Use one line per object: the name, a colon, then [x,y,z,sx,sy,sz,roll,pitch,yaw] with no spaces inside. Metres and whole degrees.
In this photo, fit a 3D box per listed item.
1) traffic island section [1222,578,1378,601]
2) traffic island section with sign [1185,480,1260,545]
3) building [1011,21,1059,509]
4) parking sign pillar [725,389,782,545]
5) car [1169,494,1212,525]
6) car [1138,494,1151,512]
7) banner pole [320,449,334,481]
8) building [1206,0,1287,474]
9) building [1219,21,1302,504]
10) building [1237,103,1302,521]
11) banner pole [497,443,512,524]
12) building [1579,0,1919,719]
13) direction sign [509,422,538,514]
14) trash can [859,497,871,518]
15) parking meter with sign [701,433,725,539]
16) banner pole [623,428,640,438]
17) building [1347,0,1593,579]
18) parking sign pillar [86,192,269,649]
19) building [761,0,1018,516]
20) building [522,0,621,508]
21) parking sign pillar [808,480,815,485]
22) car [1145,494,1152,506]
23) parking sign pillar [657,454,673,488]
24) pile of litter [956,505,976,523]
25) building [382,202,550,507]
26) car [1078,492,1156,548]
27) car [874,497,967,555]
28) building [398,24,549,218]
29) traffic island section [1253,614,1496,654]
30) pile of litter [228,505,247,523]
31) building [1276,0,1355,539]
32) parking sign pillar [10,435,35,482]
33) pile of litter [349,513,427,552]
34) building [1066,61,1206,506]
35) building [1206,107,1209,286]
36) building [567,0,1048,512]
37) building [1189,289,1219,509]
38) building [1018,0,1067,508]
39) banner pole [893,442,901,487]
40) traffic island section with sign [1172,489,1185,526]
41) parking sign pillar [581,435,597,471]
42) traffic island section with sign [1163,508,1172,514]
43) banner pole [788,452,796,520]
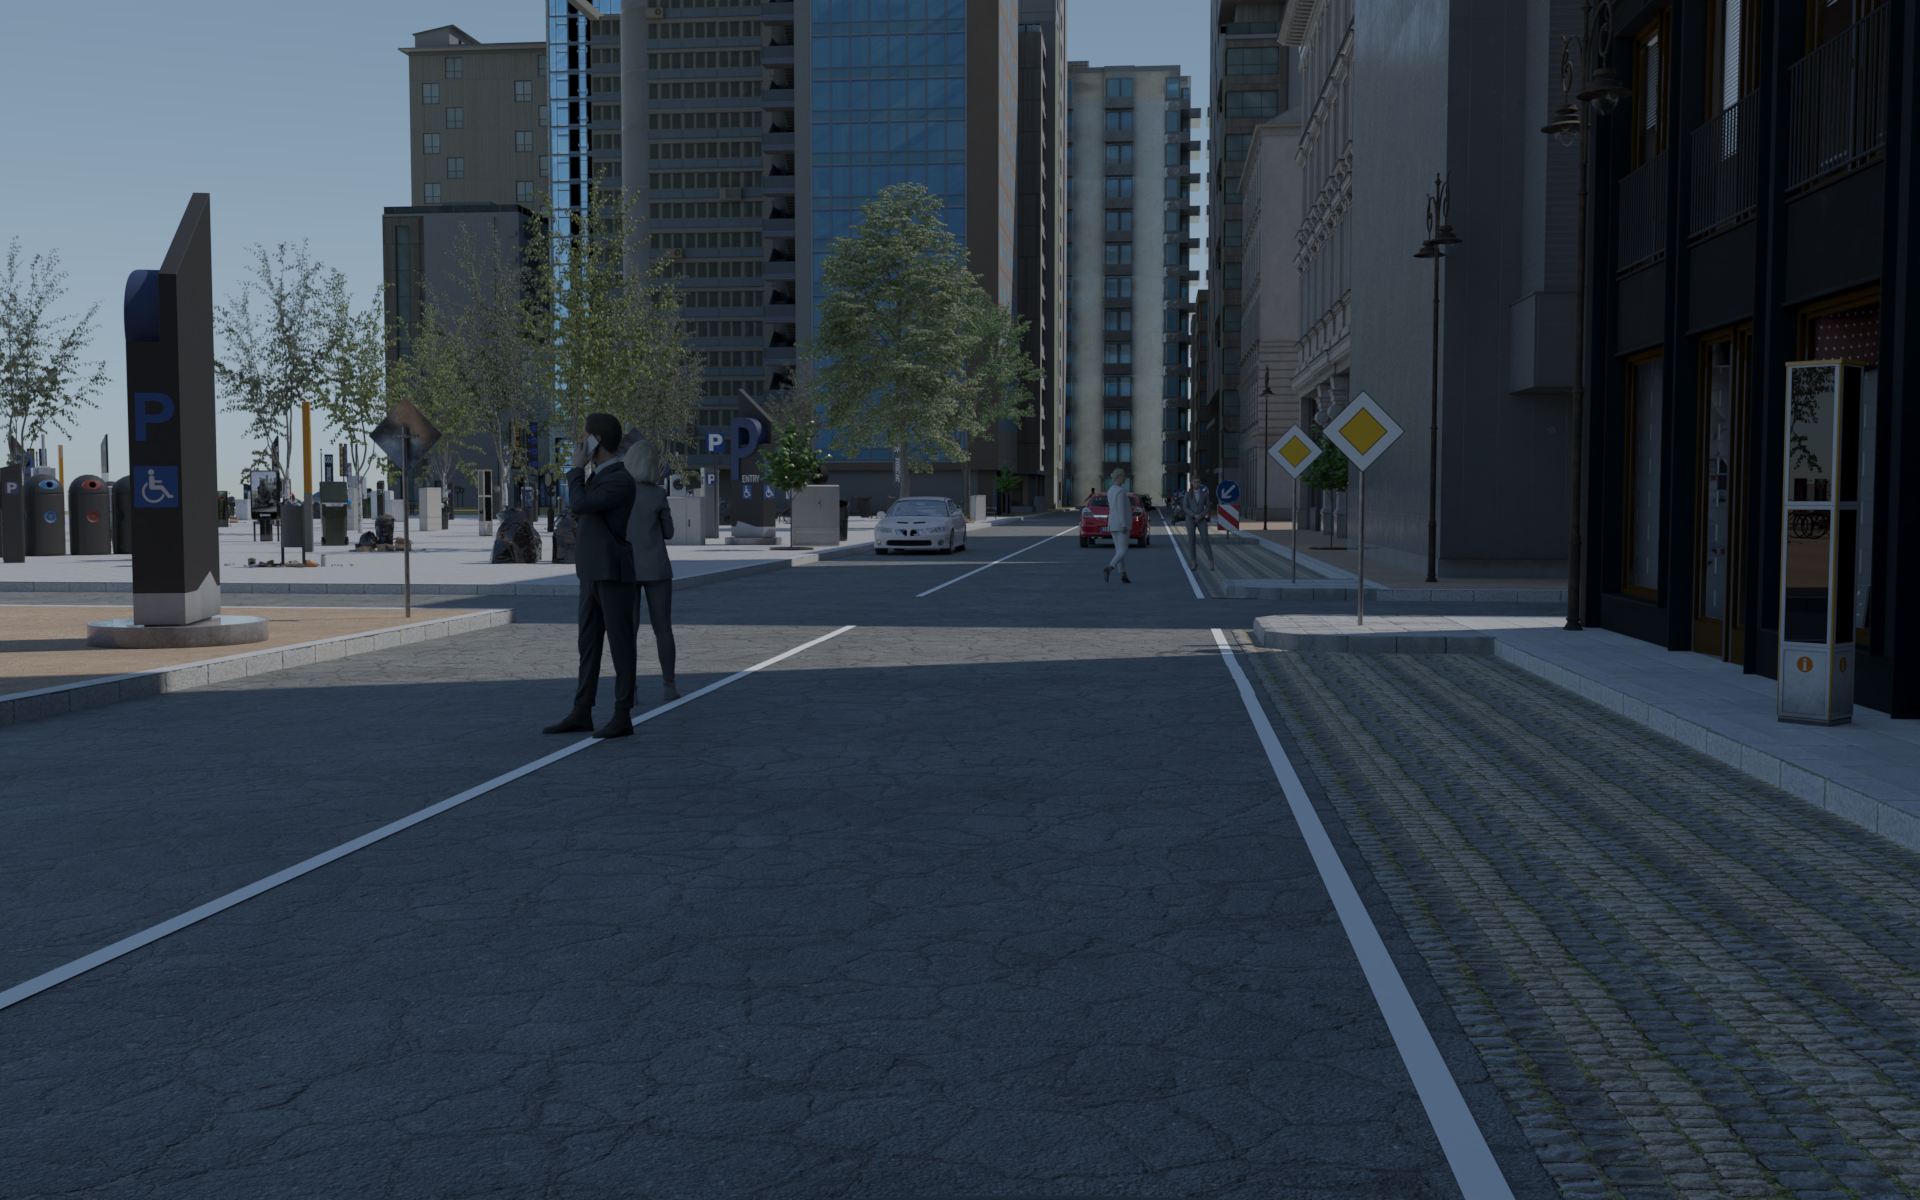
traffic island section: [4.804,-0.157,24.856,2.009,0.180,2.903,0,4,6]
traffic island section with sign: [7.567,-2.518,49.794,1.989,1.847,2.006,0,4,6]
building: [0.882,-28.283,146.029,14.154,41.232,14.086,0,4,6]
parking sign pillar: [-5.255,-3.393,43.948,1.447,3.967,1.447,3,5,44]
car: [10.782,-4.348,80.881,2.009,1.686,4.222,0,4,5]
car: [14.363,-7.918,139.238,2.009,1.686,4.222,0,4,7]
banner pole: [-34.973,-6.455,95.558,0.863,3.779,0.401,-2,4,-25]
building: [32.591,-33.061,129.785,28.713,52.752,27.495,0,4,6]
building: [23.494,-20.661,109.507,14.160,30.474,14.107,0,4,6]
building: [19.660,-14.714,89.724,9.793,20.994,18.267,0,4,6]
banner pole: [-19.677,-5.190,74.875,0.863,3.779,0.401,2,4,26]
building: [11.264,-10.882,7.597,12.332,23.373,15.834,0,4,6]
direction sign: [-13.693,-3.816,54.396,0.876,3.537,0.379,0,4,-8]
trash can: [-5.115,-5.010,93.561,0.748,1.137,0.748,0,3,0]
parking meter with sign: [-7.229,-3.300,50.208,0.543,3.016,1.738,-1,4,-17]
banner pole: [-11.850,-4.459,62.920,0.863,3.779,0.401,1,4,10]
building: [22.697,-12.862,29.356,30.058,24.678,14.314,0,4,6]
parking sign pillar: [-6.784,-1.619,14.936,1.447,3.967,1.447,-1,4,-11]
building: [-3.839,-27.997,107.869,14.600,45.320,14.200,0,4,6]
building: [-26.469,-52.282,167.488,31.000,86.520,22.319,0,4,6]
parking sign pillar: [-8.386,-6.625,96.798,1.447,3.967,1.447,-1,4,-15]
car: [17.255,-9.497,164.077,1.959,1.807,4.718,0,4,6]
parking sign pillar: [-16.287,-6.466,94.199,1.447,3.967,1.447,0,4,-3]
pile of litter: [0.109,-3.827,76.529,1.176,0.858,1.719,0,4,7]
building: [-48.634,-24.679,175.209,14.107,30.474,14.160,0,4,6]
car: [4.301,-2.366,47.717,2.155,1.783,4.494,1,4,8]
car: [-0.921,-1.847,42.556,2.083,1.381,4.827,0,4,7]
building: [-46.088,-37.542,203.053,27.495,52.752,28.713,0,4,6]
traffic island section: [3.928,0.328,16.919,2.009,0.180,2.903,0,4,6]
pile of litter: [-32.522,-3.841,76.767,1.719,0.858,1.176,-1,4,-17]
building: [16.437,-12.819,60.501,10.553,20.767,40.483,0,4,6]
parking sign pillar: [-43.070,-5.576,79.637,1.447,3.967,1.447,0,4,1]
pile of litter: [-12.857,-1.532,39.010,1.719,0.858,1.176,-1,4,-16]
building: [11.449,-35.170,194.634,30.456,49.044,23.786,0,4,6]
building: [42.329,-34.939,190.861,30.456,49.044,23.786,0,4,6]
building: [-9.955,-26.682,128.133,32.217,40.220,23.993,0,4,6]
building: [35.380,-19.218,159.260,27.650,21.520,28.899,0,4,6]
building: [-0.424,-44.535,166.405,20.611,71.187,20.563,0,4,6]
banner pole: [-2.441,-4.962,71.151,0.863,3.779,0.401,3,4,38]
traffic island section with sign: [10.582,-4.183,77.018,1.989,1.847,2.006,0,4,6]
parking sign pillar: [-16.173,-5.421,77.107,1.447,3.967,1.447,-2,4,-31]
traffic island section with sign: [15.985,-7.179,125.997,1.989,1.847,2.006,0,4,6]
banner pole: [-8.125,-5.842,85.535,0.863,3.779,0.401,-3,4,-36]
